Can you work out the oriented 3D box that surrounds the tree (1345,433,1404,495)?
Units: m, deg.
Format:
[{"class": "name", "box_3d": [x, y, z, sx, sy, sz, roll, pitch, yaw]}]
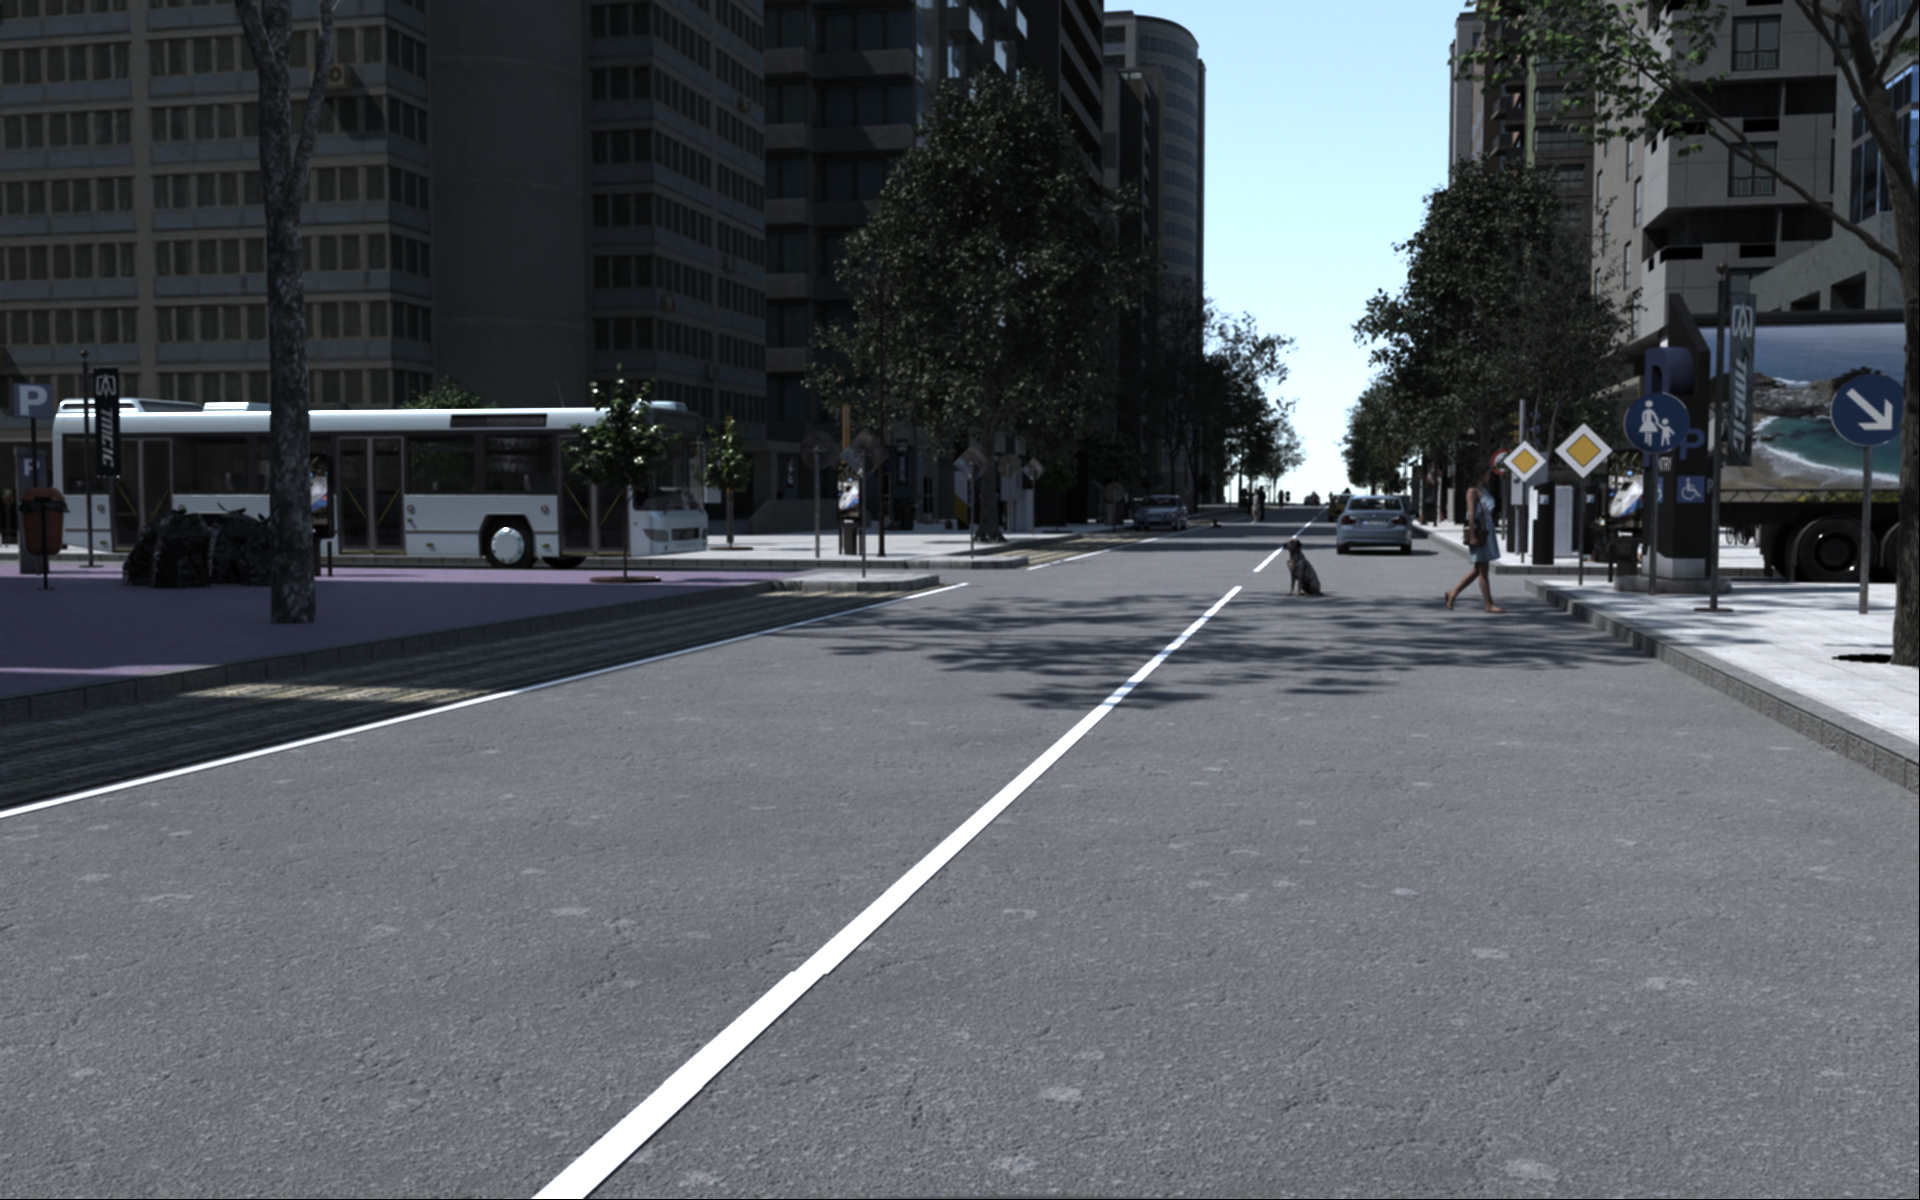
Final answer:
[{"class": "tree", "box_3d": [52.030, -18.181, 215.379, 7.486, 12.596, 7.792, 0, 3, 0]}]

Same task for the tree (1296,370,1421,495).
[{"class": "tree", "box_3d": [41.955, -15.917, 170.609, 12.009, 13.543, 11.850, 0, 3, 0]}]

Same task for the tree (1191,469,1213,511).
[{"class": "tree", "box_3d": [18.625, -8.490, 133.414, 1.663, 3.219, 1.824, 0, 3, 0]}]

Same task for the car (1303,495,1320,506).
[{"class": "car", "box_3d": [42.445, -12.019, 209.088, 1.945, 1.354, 3.894, 1, 4, 13]}]

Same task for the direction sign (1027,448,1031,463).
[{"class": "direction sign", "box_3d": [3.332, -5.068, 74.864, 0.876, 3.537, 0.379, 1, 4, 15]}]

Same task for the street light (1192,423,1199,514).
[{"class": "street light", "box_3d": [14.964, -8.413, 110.334, 0.468, 5.910, 1.993, 1, 4, 12]}]

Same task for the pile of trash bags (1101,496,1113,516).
[{"class": "pile of trash bags", "box_3d": [8.577, -5.611, 101.497, 1.912, 1.369, 3.447, 0, 4, -6]}]

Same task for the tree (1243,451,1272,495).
[{"class": "tree", "box_3d": [36.126, -15.988, 211.769, 4.737, 8.622, 4.395, 0, 3, 0]}]

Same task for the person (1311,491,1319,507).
[{"class": "person", "box_3d": [39.624, -11.261, 193.172, 0.990, 1.755, 0.434, 0, 4, -2]}]

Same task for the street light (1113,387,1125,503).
[{"class": "street light", "box_3d": [6.539, -6.068, 71.994, 0.468, 5.910, 1.993, 1, 4, 12]}]

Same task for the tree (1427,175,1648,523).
[{"class": "tree", "box_3d": [14.009, -5.550, 41.105, 4.360, 8.622, 3.978, 0, 3, 0]}]

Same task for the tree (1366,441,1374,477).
[{"class": "tree", "box_3d": [36.754, -12.036, 147.158, 4.737, 8.622, 4.395, 0, 3, 0]}]

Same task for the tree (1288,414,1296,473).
[{"class": "tree", "box_3d": [46.319, -21.036, 254.306, 12.009, 13.543, 11.850, 0, 3, 0]}]

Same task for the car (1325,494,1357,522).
[{"class": "car", "box_3d": [19.979, -4.867, 89.801, 2.015, 1.641, 3.980, 1, 4, 11]}]

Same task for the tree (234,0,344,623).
[{"class": "tree", "box_3d": [-7.891, -9.787, 15.908, 12.611, 20.169, 13.585, 0, 3, 0]}]

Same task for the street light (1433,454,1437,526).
[{"class": "street light", "box_3d": [18.849, -5.855, 68.517, 0.468, 5.910, 1.993, 1, 4, 12]}]

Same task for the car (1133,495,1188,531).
[{"class": "car", "box_3d": [7.940, -3.444, 68.319, 2.014, 1.417, 4.499, 1, 4, 14]}]

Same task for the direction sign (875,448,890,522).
[{"class": "direction sign", "box_3d": [-3.584, -5.369, 79.773, 0.876, 3.537, 0.379, -3, 5, -43]}]

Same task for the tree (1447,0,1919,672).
[{"class": "tree", "box_3d": [7.193, -5.326, 12.842, 9.928, 11.665, 9.643, 0, 3, 0]}]

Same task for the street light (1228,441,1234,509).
[{"class": "street light", "box_3d": [22.913, -10.639, 146.737, 0.468, 5.910, 1.993, 1, 4, 12]}]

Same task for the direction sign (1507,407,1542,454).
[{"class": "direction sign", "box_3d": [14.712, -3.255, 45.217, 0.876, 3.537, 0.379, 3, 4, 37]}]

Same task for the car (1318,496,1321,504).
[{"class": "car", "box_3d": [49.287, -13.986, 241.257, 1.945, 1.354, 3.894, 1, 4, 12]}]

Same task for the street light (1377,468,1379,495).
[{"class": "street light", "box_3d": [43.398, -12.661, 179.789, 0.468, 5.910, 1.993, 1, 4, 12]}]

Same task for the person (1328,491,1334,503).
[{"class": "person", "box_3d": [46.366, -12.704, 216.290, 1.350, 1.814, 0.705, -2, 4, -34]}]

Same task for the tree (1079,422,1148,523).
[{"class": "tree", "box_3d": [6.833, -5.796, 78.481, 4.285, 4.588, 4.351, 0, 3, 0]}]

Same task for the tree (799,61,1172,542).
[{"class": "tree", "box_3d": [0.774, -7.902, 46.213, 9.611, 12.733, 9.660, 0, 3, 0]}]

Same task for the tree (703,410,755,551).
[{"class": "tree", "box_3d": [-5.221, -2.768, 39.853, 1.663, 3.219, 1.824, 0, 3, 0]}]

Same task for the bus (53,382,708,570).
[{"class": "bus", "box_3d": [-10.614, -2.326, 32.897, 13.247, 3.499, 2.948, 1, 4, 13]}]

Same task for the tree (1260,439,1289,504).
[{"class": "tree", "box_3d": [44.515, -18.027, 245.109, 4.360, 8.622, 3.978, 0, 3, 0]}]

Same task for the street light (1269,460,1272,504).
[{"class": "street light", "box_3d": [40.737, -15.567, 227.304, 0.468, 5.910, 1.993, 1, 4, 12]}]

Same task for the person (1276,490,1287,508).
[{"class": "person", "box_3d": [33.654, -10.587, 181.224, 1.348, 1.869, 0.705, 3, 5, 44]}]

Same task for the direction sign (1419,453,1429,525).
[{"class": "direction sign", "box_3d": [19.281, -4.884, 71.854, 0.379, 3.537, 0.876, 2, 4, 26]}]

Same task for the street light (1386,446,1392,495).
[{"class": "street light", "box_3d": [35.505, -10.433, 143.373, 0.468, 5.910, 1.993, 1, 4, 12]}]

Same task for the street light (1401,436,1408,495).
[{"class": "street light", "box_3d": [27.460, -8.208, 106.990, 0.468, 5.910, 1.993, 1, 4, 12]}]

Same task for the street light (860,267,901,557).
[{"class": "street light", "box_3d": [-1.607, -3.828, 35.380, 0.468, 5.910, 1.993, 1, 4, 12]}]

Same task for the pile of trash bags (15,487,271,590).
[{"class": "pile of trash bags", "box_3d": [-11.210, -0.882, 24.177, 3.447, 1.369, 1.912, -2, 4, -31]}]

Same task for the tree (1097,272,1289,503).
[{"class": "tree", "box_3d": [11.892, -11.376, 96.368, 12.009, 13.543, 11.850, 0, 3, 0]}]

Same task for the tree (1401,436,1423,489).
[{"class": "tree", "box_3d": [21.077, -7.691, 76.106, 4.360, 8.622, 3.978, 0, 3, 0]}]

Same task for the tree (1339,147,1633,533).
[{"class": "tree", "box_3d": [17.533, -8.587, 57.413, 9.611, 12.733, 9.660, 0, 3, 0]}]

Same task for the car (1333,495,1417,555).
[{"class": "car", "box_3d": [10.128, -1.852, 42.283, 2.014, 1.417, 4.499, 1, 4, 14]}]

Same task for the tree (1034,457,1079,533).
[{"class": "tree", "box_3d": [3.097, -3.842, 57.418, 1.663, 3.219, 1.824, 0, 3, 0]}]

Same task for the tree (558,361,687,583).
[{"class": "tree", "box_3d": [-4.962, -1.885, 25.417, 1.663, 3.219, 1.824, 0, 3, 0]}]

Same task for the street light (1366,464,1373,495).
[{"class": "street light", "box_3d": [53.247, -15.381, 224.260, 0.468, 5.910, 1.993, 1, 4, 12]}]

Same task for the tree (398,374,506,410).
[{"class": "tree", "box_3d": [-13.883, -3.893, 47.364, 4.285, 4.588, 4.351, 0, 3, 0]}]

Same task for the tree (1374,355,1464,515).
[{"class": "tree", "box_3d": [23.010, -8.252, 85.280, 4.737, 8.622, 4.395, 0, 3, 0]}]

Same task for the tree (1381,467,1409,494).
[{"class": "tree", "box_3d": [31.461, -7.966, 124.843, 1.663, 3.219, 1.824, 0, 3, 0]}]

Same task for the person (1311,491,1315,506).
[{"class": "person", "box_3d": [43.636, -12.576, 214.097, 1.348, 1.826, 0.705, 3, 5, 43]}]

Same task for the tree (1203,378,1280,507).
[{"class": "tree", "box_3d": [27.723, -15.320, 168.607, 7.486, 12.596, 7.792, 0, 3, 0]}]

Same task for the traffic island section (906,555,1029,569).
[{"class": "traffic island section", "box_3d": [0.221, -0.742, 34.415, 2.009, 0.180, 2.903, 1, 4, 12]}]

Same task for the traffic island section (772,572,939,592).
[{"class": "traffic island section", "box_3d": [-1.498, -0.265, 26.617, 2.009, 0.180, 2.903, 1, 4, 12]}]

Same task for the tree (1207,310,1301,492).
[{"class": "tree", "box_3d": [29.509, -19.921, 181.601, 12.611, 20.169, 13.585, 0, 3, 0]}]

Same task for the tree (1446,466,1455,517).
[{"class": "tree", "box_3d": [26.805, -6.251, 96.807, 1.663, 3.219, 1.824, 0, 3, 0]}]
